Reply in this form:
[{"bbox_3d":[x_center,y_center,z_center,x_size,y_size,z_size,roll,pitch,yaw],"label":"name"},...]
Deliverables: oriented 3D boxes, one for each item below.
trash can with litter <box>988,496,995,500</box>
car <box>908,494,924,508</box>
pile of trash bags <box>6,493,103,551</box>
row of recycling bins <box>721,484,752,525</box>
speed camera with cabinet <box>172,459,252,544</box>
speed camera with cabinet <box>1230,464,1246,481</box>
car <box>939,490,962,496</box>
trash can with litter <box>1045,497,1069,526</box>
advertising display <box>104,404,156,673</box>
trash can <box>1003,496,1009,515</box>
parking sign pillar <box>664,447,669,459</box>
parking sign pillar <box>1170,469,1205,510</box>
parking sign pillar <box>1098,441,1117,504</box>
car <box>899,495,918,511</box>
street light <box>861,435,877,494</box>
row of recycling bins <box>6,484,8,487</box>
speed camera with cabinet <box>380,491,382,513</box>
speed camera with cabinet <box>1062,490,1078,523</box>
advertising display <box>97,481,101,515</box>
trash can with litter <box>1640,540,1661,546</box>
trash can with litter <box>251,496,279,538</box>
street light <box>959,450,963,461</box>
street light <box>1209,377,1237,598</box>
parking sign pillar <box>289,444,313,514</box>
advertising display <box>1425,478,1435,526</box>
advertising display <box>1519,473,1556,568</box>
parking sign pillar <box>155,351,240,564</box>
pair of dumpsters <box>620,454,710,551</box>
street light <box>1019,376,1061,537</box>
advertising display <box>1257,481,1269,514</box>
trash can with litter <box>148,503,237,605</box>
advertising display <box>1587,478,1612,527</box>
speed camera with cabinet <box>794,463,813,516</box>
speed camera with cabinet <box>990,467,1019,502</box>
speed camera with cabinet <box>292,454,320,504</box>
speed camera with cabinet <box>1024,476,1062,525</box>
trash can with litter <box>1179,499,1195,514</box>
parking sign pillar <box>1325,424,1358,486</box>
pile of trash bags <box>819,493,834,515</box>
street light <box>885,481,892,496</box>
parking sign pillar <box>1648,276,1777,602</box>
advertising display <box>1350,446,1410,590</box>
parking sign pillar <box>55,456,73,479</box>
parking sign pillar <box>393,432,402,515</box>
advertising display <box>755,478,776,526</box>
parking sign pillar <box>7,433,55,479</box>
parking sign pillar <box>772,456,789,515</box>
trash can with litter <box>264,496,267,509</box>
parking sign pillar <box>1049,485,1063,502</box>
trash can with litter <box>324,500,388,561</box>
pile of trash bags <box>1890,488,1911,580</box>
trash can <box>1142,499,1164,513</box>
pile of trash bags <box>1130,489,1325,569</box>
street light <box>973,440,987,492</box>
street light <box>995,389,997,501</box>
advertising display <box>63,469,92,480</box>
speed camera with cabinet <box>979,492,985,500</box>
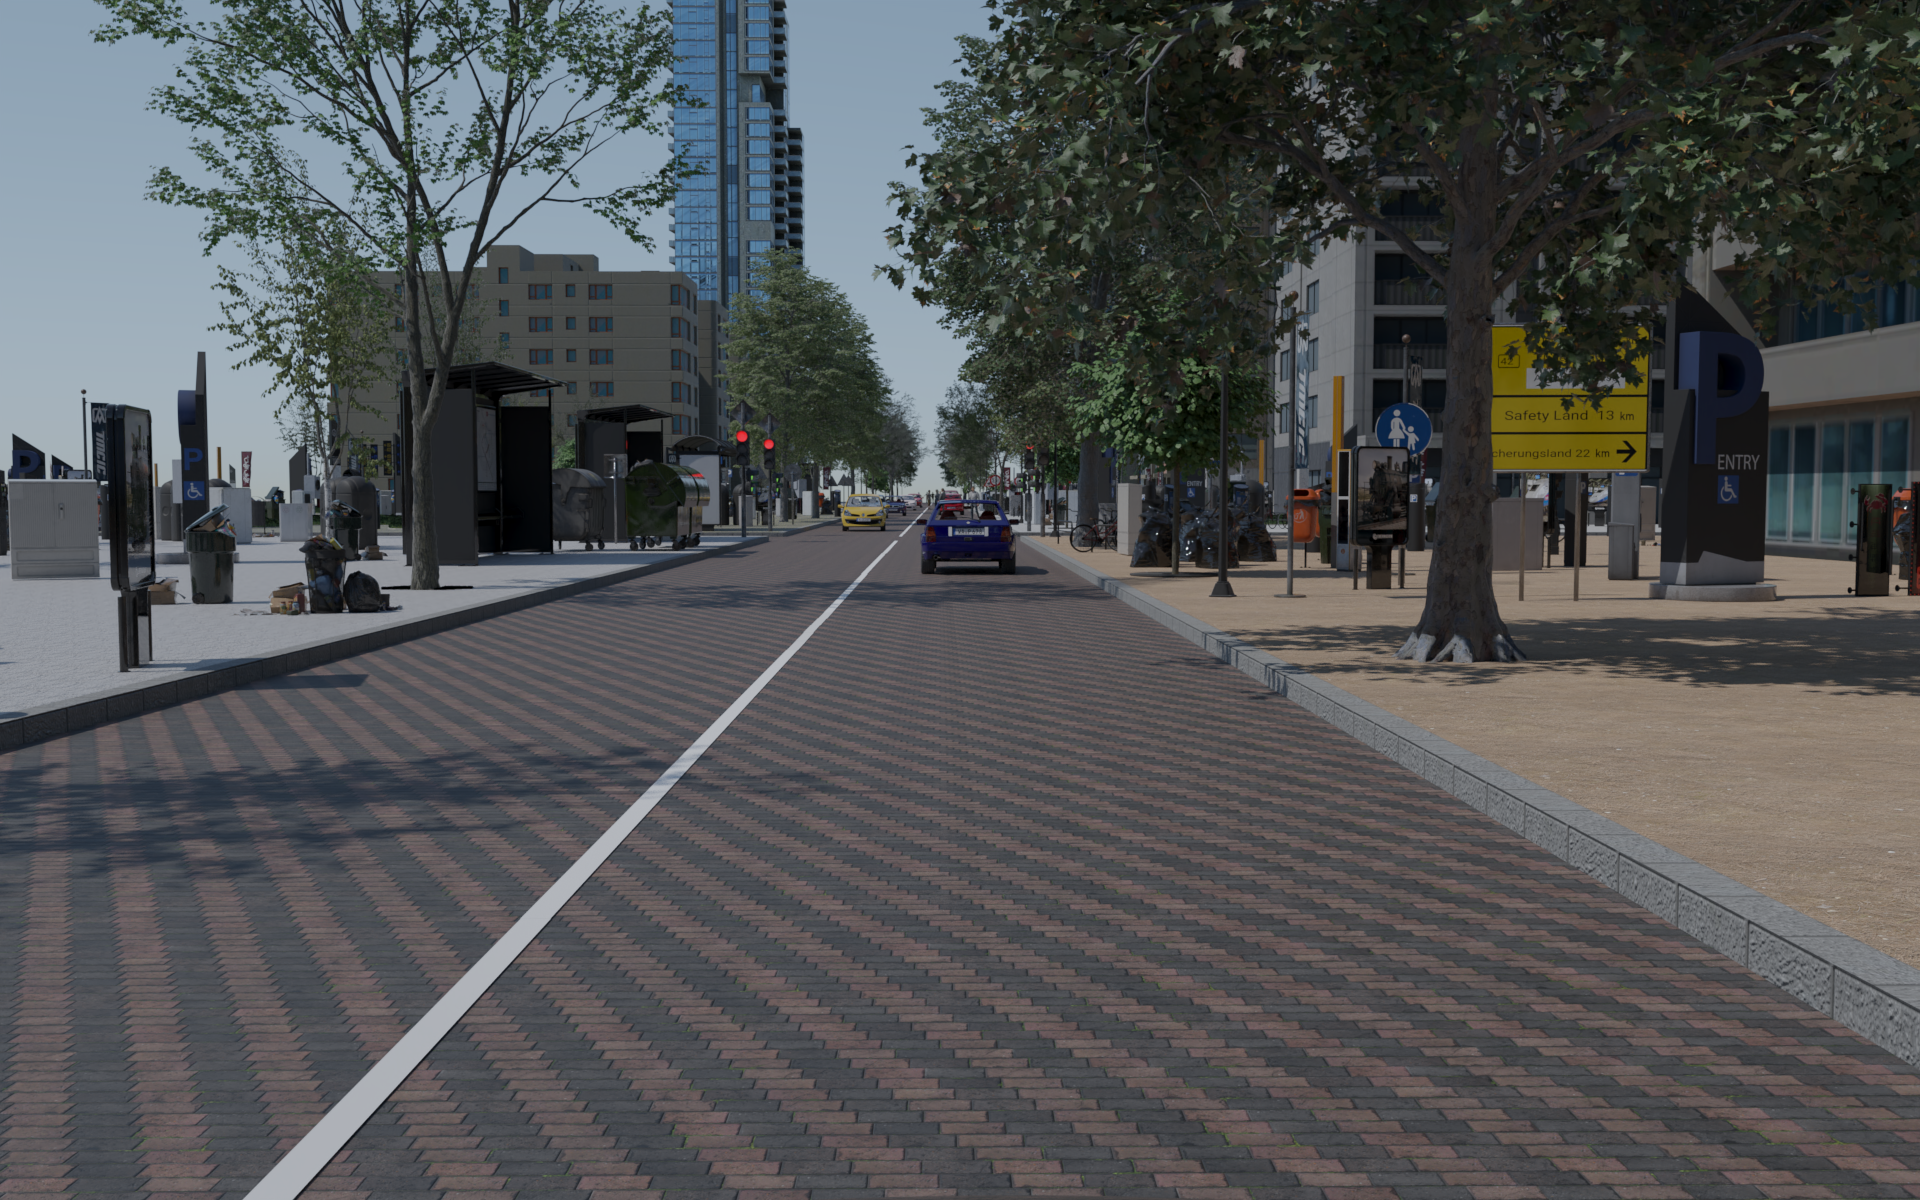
[{"bbox_3d":[2.245,-6.009,109.638,1.055,1.170,0.624,3,5,43],"label":"trash can with litter"},{"bbox_3d":[-4.858,-10.604,182.413,2.155,1.783,4.494,0,4,0],"label":"car"},{"bbox_3d":[-21.299,-1.841,39.846,3.447,1.369,1.912,1,4,11],"label":"pile of trash bags"},{"bbox_3d":[-10.267,-3.914,71.113,3.534,1.692,1.069,0,4,2],"label":"row of recycling bins"},{"bbox_3d":[-18.996,-3.038,44.002,0.660,3.252,2.038,1,4,23],"label":"speed camera with cabinet"},{"bbox_3d":[13.168,-5.280,80.662,0.660,3.252,2.038,2,4,28],"label":"speed camera with cabinet"},{"bbox_3d":[-0.932,-9.804,168.974,2.281,1.827,5.304,0,4,0],"label":"car"},{"bbox_3d":[3.850,-3.618,70.547,1.055,1.170,0.624,-1,4,-22],"label":"trash can with litter"},{"bbox_3d":[-6.128,-0.466,12.832,0.123,1.923,0.974,-1,4,-14],"label":"advertising display"},{"bbox_3d":[2.912,-5.922,108.478,0.748,1.137,0.748,0,3,0],"label":"trash can"},{"bbox_3d":[-16.770,-6.795,99.571,1.447,3.967,1.447,-1,4,-18],"label":"parking sign pillar"},{"bbox_3d":[8.455,-4.635,64.249,1.447,3.967,1.447,-2,4,-29],"label":"parking sign pillar"},{"bbox_3d":[5.114,-4.388,60.218,1.447,3.967,1.447,1,4,16],"label":"parking sign pillar"},{"bbox_3d":[-4.725,-8.471,150.866,2.083,1.381,4.827,0,4,-1],"label":"car"},{"bbox_3d":[-7.225,-10.009,136.186,1.470,5.913,1.316,0,4,-1],"label":"street light"},{"bbox_3d":[-53.453,-5.563,98.062,1.069,1.692,3.534,2,4,34],"label":"row of recycling bins"},{"bbox_3d":[-27.906,-5.289,80.811,0.660,3.252,2.038,1,4,21],"label":"speed camera with cabinet"},{"bbox_3d":[4.252,-5.005,76.171,2.038,3.252,0.660,0,4,-3],"label":"speed camera with cabinet"},{"bbox_3d":[-39.047,-4.441,77.825,0.123,1.923,0.974,2,4,27],"label":"advertising display"},{"bbox_3d":[17.600,-1.940,42.775,2.233,1.210,1.678,2,4,24],"label":"trash can with litter"},{"bbox_3d":[-21.269,-2.467,51.393,2.233,1.210,1.678,0,4,-5],"label":"trash can with litter"},{"bbox_3d":[0.901,-12.750,181.000,1.470,5.913,1.316,0,4,-1],"label":"street light"},{"bbox_3d":[2.740,-2.992,21.456,1.470,5.913,1.316,0,4,-1],"label":"street light"},{"bbox_3d":[-35.507,-6.409,93.257,1.447,3.967,1.447,2,4,29],"label":"parking sign pillar"},{"bbox_3d":[18.488,-3.871,68.506,0.123,1.923,0.974,-1,4,-14],"label":"advertising display"},{"bbox_3d":[10.092,-1.536,30.328,0.123,1.923,0.974,-1,4,-14],"label":"advertising display"},{"bbox_3d":[-14.207,-2.672,32.161,1.447,3.967,1.447,-1,4,-21],"label":"parking sign pillar"},{"bbox_3d":[-6.907,-2.336,40.685,1.574,2.255,4.437,0,4,-1],"label":"pair of dumpsters"},{"bbox_3d":[2.300,-4.830,51.504,1.470,5.913,1.316,0,4,-1],"label":"street light"},{"bbox_3d":[15.207,-5.067,88.061,0.974,1.923,0.123,0,4,-1],"label":"advertising display"},{"bbox_3d":[-8.987,-0.538,20.186,1.055,1.170,0.624,-1,4,-21],"label":"trash can with litter"},{"bbox_3d":[25.307,-3.869,68.472,0.974,1.923,0.123,3,4,36],"label":"advertising display"},{"bbox_3d":[-9.102,-6.610,102.404,0.660,3.252,2.038,-3,4,-37],"label":"speed camera with cabinet"},{"bbox_3d":[3.303,-8.219,128.723,2.038,3.252,0.660,1,4,10],"label":"speed camera with cabinet"},{"bbox_3d":[-31.710,-5.486,84.035,0.660,3.252,2.038,0,4,3],"label":"speed camera with cabinet"},{"bbox_3d":[3.387,-4.789,72.628,0.660,3.252,2.038,-2,4,-27],"label":"speed camera with cabinet"},{"bbox_3d":[11.014,-4.515,85.208,0.624,1.170,1.055,3,5,40],"label":"trash can with litter"},{"bbox_3d":[14.528,-4.744,66.030,1.447,3.967,1.447,-2,4,-35],"label":"parking sign pillar"},{"bbox_3d":[-8.764,-6.004,107.920,1.912,1.369,3.447,0,4,0],"label":"pile of trash bags"},{"bbox_3d":[-7.563,-11.865,166.531,1.470,5.913,1.316,0,4,-1],"label":"street light"},{"bbox_3d":[9.220,-1.997,21.123,1.447,3.967,1.447,-2,4,-24],"label":"parking sign pillar"},{"bbox_3d":[5.664,-1.110,23.368,0.974,1.923,0.123,-2,4,-30],"label":"advertising display"},{"bbox_3d":[-60.656,-7.871,117.158,1.447,3.967,1.447,-2,4,-35],"label":"parking sign pillar"},{"bbox_3d":[-24.347,-5.376,76.371,1.447,3.967,1.447,2,4,26],"label":"parking sign pillar"},{"bbox_3d":[-7.932,-4.004,70.671,0.974,1.923,0.123,-3,5,-45],"label":"advertising display"},{"bbox_3d":[-41.240,-5.396,76.697,1.447,3.967,1.447,-1,4,-11],"label":"parking sign pillar"},{"bbox_3d":[-11.271,-7.371,108.989,1.447,3.967,1.447,2,4,29],"label":"parking sign pillar"},{"bbox_3d":[-40.096,-5.488,101.111,1.055,1.170,0.624,1,4,23],"label":"trash can with litter"},{"bbox_3d":[6.338,-7.693,114.253,1.447,3.967,1.447,-1,4,-16],"label":"parking sign pillar"},{"bbox_3d":[-11.685,-1.353,33.517,0.624,1.170,1.055,3,5,43],"label":"trash can with litter"},{"bbox_3d":[14.972,-0.995,26.019,1.912,1.369,3.447,0,4,1],"label":"pile of trash bags"},{"bbox_3d":[5.288,-2.201,47.641,0.748,1.137,0.748,0,3,0],"label":"trash can"},{"bbox_3d":[4.624,-1.263,30.404,3.447,1.369,1.912,2,4,25],"label":"pile of trash bags"},{"bbox_3d":[1.648,-8.107,105.086,1.470,5.913,1.316,0,4,-1],"label":"street light"},{"bbox_3d":[2.155,-6.299,75.531,1.470,5.913,1.316,0,4,-1],"label":"street light"},{"bbox_3d":[-23.016,-2.447,45.223,0.123,1.923,0.974,1,4,11],"label":"advertising display"},{"bbox_3d":[2.528,-8.406,131.776,2.038,3.252,0.660,-1,4,-13],"label":"speed camera with cabinet"}]
